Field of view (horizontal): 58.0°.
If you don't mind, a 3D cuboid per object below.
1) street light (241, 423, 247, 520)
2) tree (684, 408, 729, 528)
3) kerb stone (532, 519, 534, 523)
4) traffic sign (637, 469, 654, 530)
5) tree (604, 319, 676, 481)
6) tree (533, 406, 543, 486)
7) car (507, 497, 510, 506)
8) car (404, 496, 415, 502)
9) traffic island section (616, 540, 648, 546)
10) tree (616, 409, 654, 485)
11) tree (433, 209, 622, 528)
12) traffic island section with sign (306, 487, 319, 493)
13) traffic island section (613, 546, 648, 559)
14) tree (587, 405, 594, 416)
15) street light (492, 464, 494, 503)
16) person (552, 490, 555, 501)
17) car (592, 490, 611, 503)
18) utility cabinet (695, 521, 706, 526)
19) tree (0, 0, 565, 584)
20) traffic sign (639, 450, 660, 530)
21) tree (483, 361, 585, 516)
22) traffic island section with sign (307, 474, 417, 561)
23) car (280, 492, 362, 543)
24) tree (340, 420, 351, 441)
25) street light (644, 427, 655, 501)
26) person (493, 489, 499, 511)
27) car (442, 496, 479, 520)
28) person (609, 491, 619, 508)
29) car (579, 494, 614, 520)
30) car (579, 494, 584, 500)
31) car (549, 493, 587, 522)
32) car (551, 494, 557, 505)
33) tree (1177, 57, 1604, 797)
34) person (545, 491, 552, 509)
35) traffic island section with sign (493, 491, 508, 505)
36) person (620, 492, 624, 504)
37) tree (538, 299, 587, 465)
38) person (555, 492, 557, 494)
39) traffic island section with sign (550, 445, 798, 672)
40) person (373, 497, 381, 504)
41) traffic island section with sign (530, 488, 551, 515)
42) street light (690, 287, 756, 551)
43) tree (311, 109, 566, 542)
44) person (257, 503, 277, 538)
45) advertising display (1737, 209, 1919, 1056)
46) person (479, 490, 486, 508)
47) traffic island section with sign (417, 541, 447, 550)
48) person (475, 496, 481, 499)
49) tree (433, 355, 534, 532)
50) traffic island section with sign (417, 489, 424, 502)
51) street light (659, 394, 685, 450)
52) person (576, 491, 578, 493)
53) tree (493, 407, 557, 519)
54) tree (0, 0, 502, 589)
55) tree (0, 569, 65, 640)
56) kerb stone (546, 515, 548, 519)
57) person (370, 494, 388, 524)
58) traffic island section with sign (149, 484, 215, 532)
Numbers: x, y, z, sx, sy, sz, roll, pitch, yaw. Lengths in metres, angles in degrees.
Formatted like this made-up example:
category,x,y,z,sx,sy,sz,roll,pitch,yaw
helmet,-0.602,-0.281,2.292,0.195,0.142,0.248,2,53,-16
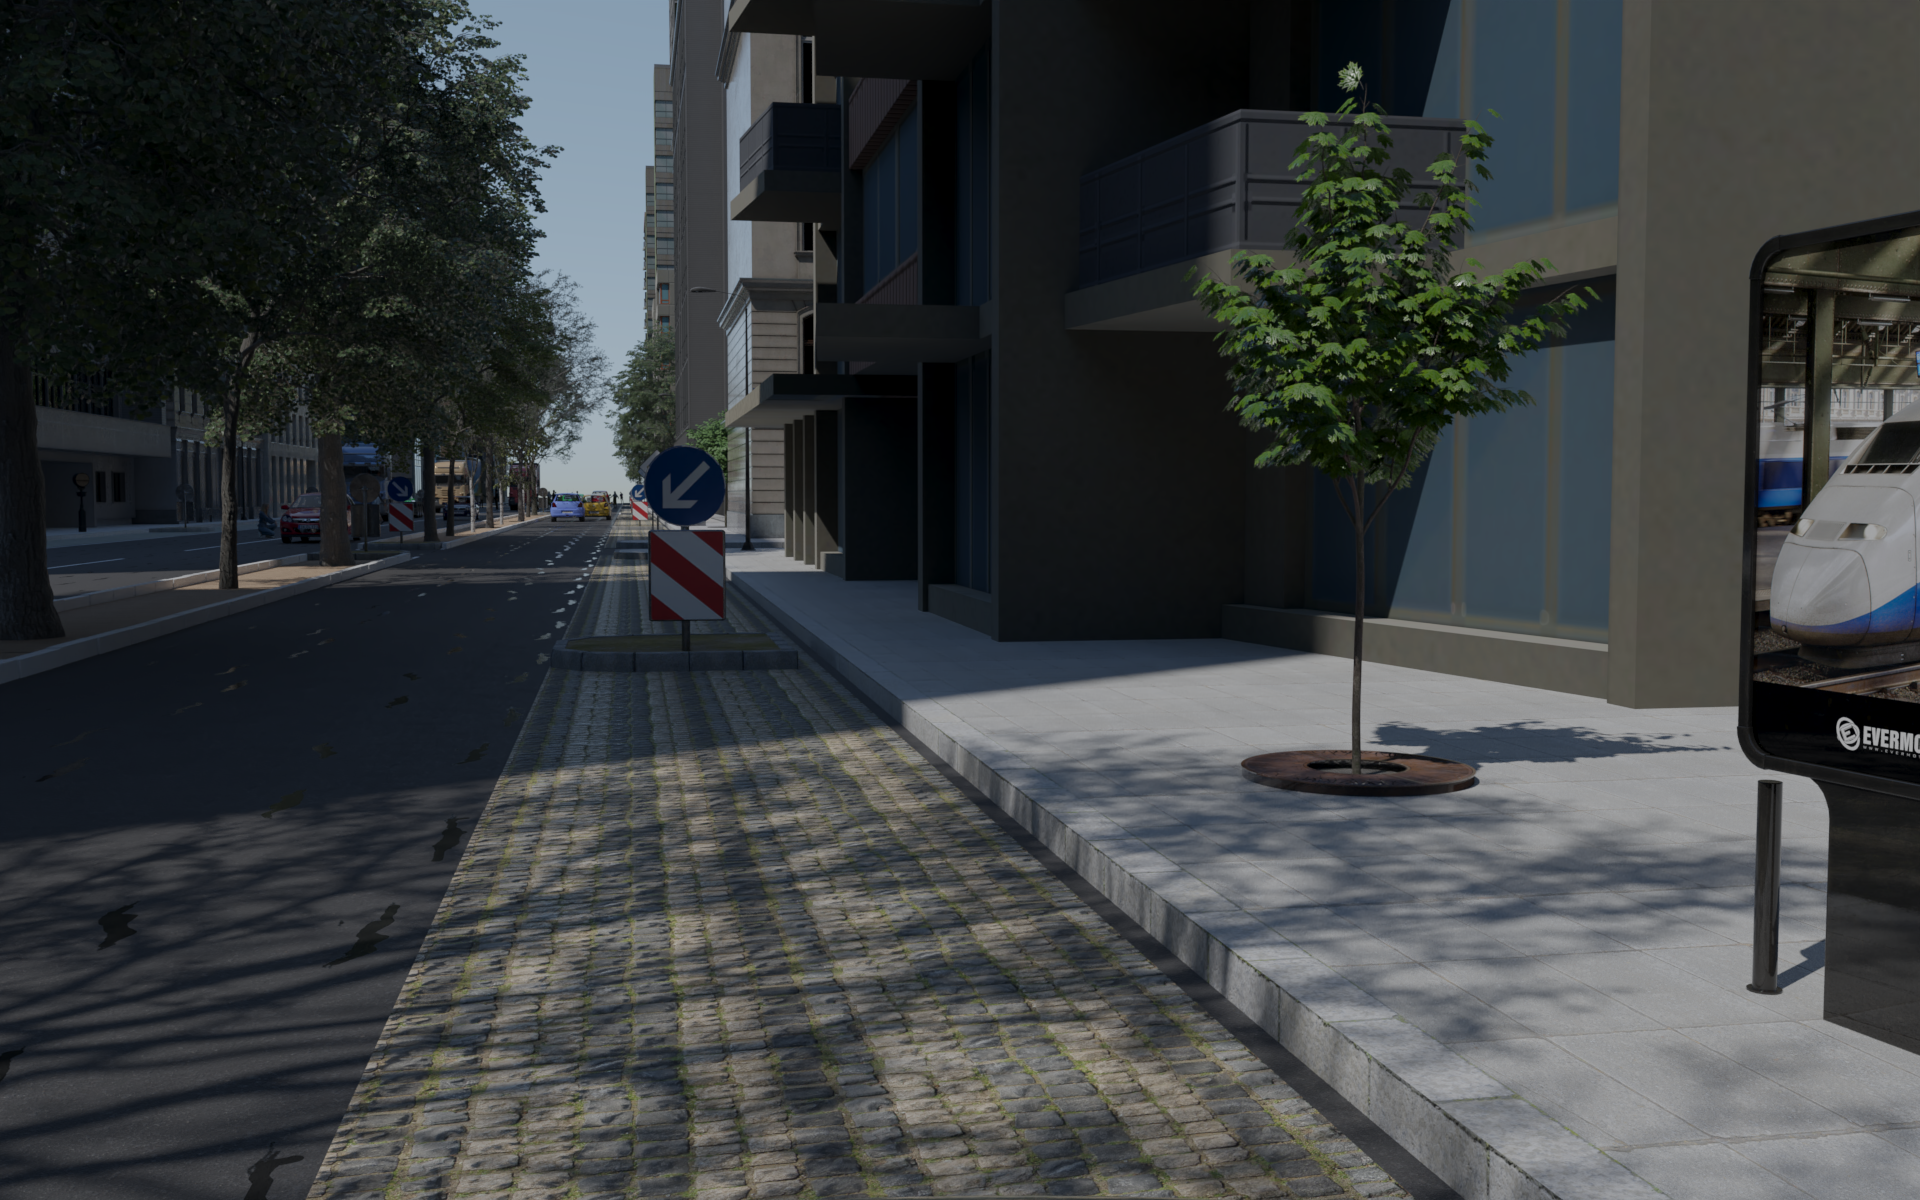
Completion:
category,x,y,z,sx,sy,sz,roll,pitch,yaw
street light,-34.338,-6.833,84.266,1.470,5.913,1.316,-1,4,-11
tree,-9.068,-5.057,66.398,4.285,4.588,4.351,0,3,0
kerb stone,-20.877,-3.771,83.951,0.120,0.150,1.000,-1,4,-11
traffic sign,-8.324,-2.646,46.902,0.795,2.450,0.064,-1,4,-11
tree,-21.550,-13.535,127.954,9.857,13.997,8.962,0,3,0
tree,-21.297,-7.794,80.248,4.360,8.622,3.978,0,3,0
car,-53.397,-12.209,208.653,2.155,1.783,4.494,-1,4,-11
car,-40.867,-7.212,126.704,1.959,1.807,4.718,-1,4,-13
traffic island section,-8.303,-1.511,46.984,2.009,0.180,2.903,-1,4,-11
tree,-35.510,-17.520,203.464,9.611,12.733,9.660,0,3,0
tree,-19.673,-9.735,71.990,12.009,13.543,11.850,0,3,0
traffic island section with sign,-34.386,-5.094,91.909,1.989,1.847,2.006,-1,4,-11
traffic island section,-6.799,-1.031,39.141,2.009,0.180,2.903,-1,4,-11
tree,-26.384,-10.302,105.310,8.767,10.594,7.601,-1,4,-11
street light,-64.388,-16.410,240.845,1.470,5.913,1.316,-1,4,-11
person,-37.050,-9.150,158.126,0.705,1.821,1.348,0,3,0
car,-37.270,-10.439,179.343,2.281,1.827,5.304,-1,4,-12
utility cabinet,-10.693,-3.578,69.658,0.306,1.237,1.020,3,5,42
tree,-12.384,-7.636,33.968,9.857,13.997,8.962,0,3,0
traffic sign,-6.821,-2.166,39.059,0.795,2.450,0.064,-1,4,-11
tree,-28.274,-11.384,114.333,9.928,11.665,9.643,0,3,0
traffic island section with sign,-13.198,-1.836,38.163,2.006,1.907,1.989,-1,4,-11
car,-19.227,-2.639,52.184,2.155,1.783,4.494,-1,4,-10
tree,-41.857,-9.996,113.789,4.737,8.622,4.395,0,3,0
street light,-21.171,-9.075,120.923,1.470,5.913,1.316,-1,4,-11
person,-39.536,-8.531,147.620,0.705,1.869,1.348,-2,4,-28
car,-27.530,-5.077,95.584,1.945,1.354,3.894,-1,4,-12
person,-34.713,-10.072,173.909,0.721,1.736,1.217,3,4,39
car,-20.261,-5.257,96.179,2.015,1.641,3.980,-1,4,-10
car,-25.227,-6.390,113.271,1.959,1.807,4.718,-1,4,-10
car,-20.349,-4.912,89.900,1.945,1.707,3.694,-1,4,-12
car,-51.933,-13.099,223.754,1.945,1.707,3.694,-1,4,-11
tree,1.723,-0.811,7.863,1.663,3.219,1.824,0,3,0
person,-39.224,-9.548,165.343,1.217,1.736,0.721,-1,4,-12
traffic island section with sign,-59.452,-13.095,222.731,1.989,1.847,2.006,-1,4,-11
person,-47.881,-14.436,244.979,0.683,1.767,0.568,1,4,12
tree,-17.215,-7.406,57.950,8.767,10.594,7.601,-1,4,-11
person,-57.651,-14.526,246.514,0.721,1.766,1.217,-1,4,-8
traffic island section with sign,-2.476,-0.378,14.814,1.989,1.847,2.006,-1,4,-11
person,-27.210,-4.302,80.651,0.330,1.601,0.589,1,4,16
traffic island section with sign,-28.737,-6.795,119.238,2.006,1.907,1.989,-1,4,-11
street light,-5.353,-4.072,39.122,1.470,5.913,1.316,-1,4,-11
tree,-15.465,-7.943,50.456,7.486,12.596,7.792,0,3,0
person,-22.591,-2.611,56.688,0.738,1.151,1.012,0,4,-7
advertising display,2.207,0.074,4.010,0.123,1.923,0.974,-1,4,-17
person,-49.532,-10.436,179.227,1.348,1.812,0.705,1,4,9
traffic island section with sign,-14.583,-2.282,45.440,2.006,1.907,1.989,-1,4,-11
person,-46.570,-9.665,166.604,1.350,1.814,0.705,3,5,39
tree,-18.073,-6.802,64.025,4.360,8.622,3.978,0,3,0
traffic island section with sign,-43.756,-8.085,140.815,1.989,1.847,2.006,-1,4,-11
street light,-13.198,-6.588,80.263,1.470,5.913,1.316,-1,4,-11
person,-35.600,-9.281,160.958,1.217,1.735,0.721,0,4,8
tree,-24.662,-8.849,97.507,4.737,8.622,4.395,0,3,0
tree,-10.952,-5.413,25.373,8.767,10.594,7.601,-1,4,-11
tree,-9.232,-6.576,16.626,9.857,13.997,8.962,0,3,0
kerb stone,-23.580,-4.640,98.057,0.120,0.150,1.000,-1,4,-11
person,-27.250,-4.476,81.907,1.509,1.804,0.699,-2,4,-24
traffic island section with sign,-29.284,-3.465,65.286,1.989,1.847,2.006,-1,4,-11
